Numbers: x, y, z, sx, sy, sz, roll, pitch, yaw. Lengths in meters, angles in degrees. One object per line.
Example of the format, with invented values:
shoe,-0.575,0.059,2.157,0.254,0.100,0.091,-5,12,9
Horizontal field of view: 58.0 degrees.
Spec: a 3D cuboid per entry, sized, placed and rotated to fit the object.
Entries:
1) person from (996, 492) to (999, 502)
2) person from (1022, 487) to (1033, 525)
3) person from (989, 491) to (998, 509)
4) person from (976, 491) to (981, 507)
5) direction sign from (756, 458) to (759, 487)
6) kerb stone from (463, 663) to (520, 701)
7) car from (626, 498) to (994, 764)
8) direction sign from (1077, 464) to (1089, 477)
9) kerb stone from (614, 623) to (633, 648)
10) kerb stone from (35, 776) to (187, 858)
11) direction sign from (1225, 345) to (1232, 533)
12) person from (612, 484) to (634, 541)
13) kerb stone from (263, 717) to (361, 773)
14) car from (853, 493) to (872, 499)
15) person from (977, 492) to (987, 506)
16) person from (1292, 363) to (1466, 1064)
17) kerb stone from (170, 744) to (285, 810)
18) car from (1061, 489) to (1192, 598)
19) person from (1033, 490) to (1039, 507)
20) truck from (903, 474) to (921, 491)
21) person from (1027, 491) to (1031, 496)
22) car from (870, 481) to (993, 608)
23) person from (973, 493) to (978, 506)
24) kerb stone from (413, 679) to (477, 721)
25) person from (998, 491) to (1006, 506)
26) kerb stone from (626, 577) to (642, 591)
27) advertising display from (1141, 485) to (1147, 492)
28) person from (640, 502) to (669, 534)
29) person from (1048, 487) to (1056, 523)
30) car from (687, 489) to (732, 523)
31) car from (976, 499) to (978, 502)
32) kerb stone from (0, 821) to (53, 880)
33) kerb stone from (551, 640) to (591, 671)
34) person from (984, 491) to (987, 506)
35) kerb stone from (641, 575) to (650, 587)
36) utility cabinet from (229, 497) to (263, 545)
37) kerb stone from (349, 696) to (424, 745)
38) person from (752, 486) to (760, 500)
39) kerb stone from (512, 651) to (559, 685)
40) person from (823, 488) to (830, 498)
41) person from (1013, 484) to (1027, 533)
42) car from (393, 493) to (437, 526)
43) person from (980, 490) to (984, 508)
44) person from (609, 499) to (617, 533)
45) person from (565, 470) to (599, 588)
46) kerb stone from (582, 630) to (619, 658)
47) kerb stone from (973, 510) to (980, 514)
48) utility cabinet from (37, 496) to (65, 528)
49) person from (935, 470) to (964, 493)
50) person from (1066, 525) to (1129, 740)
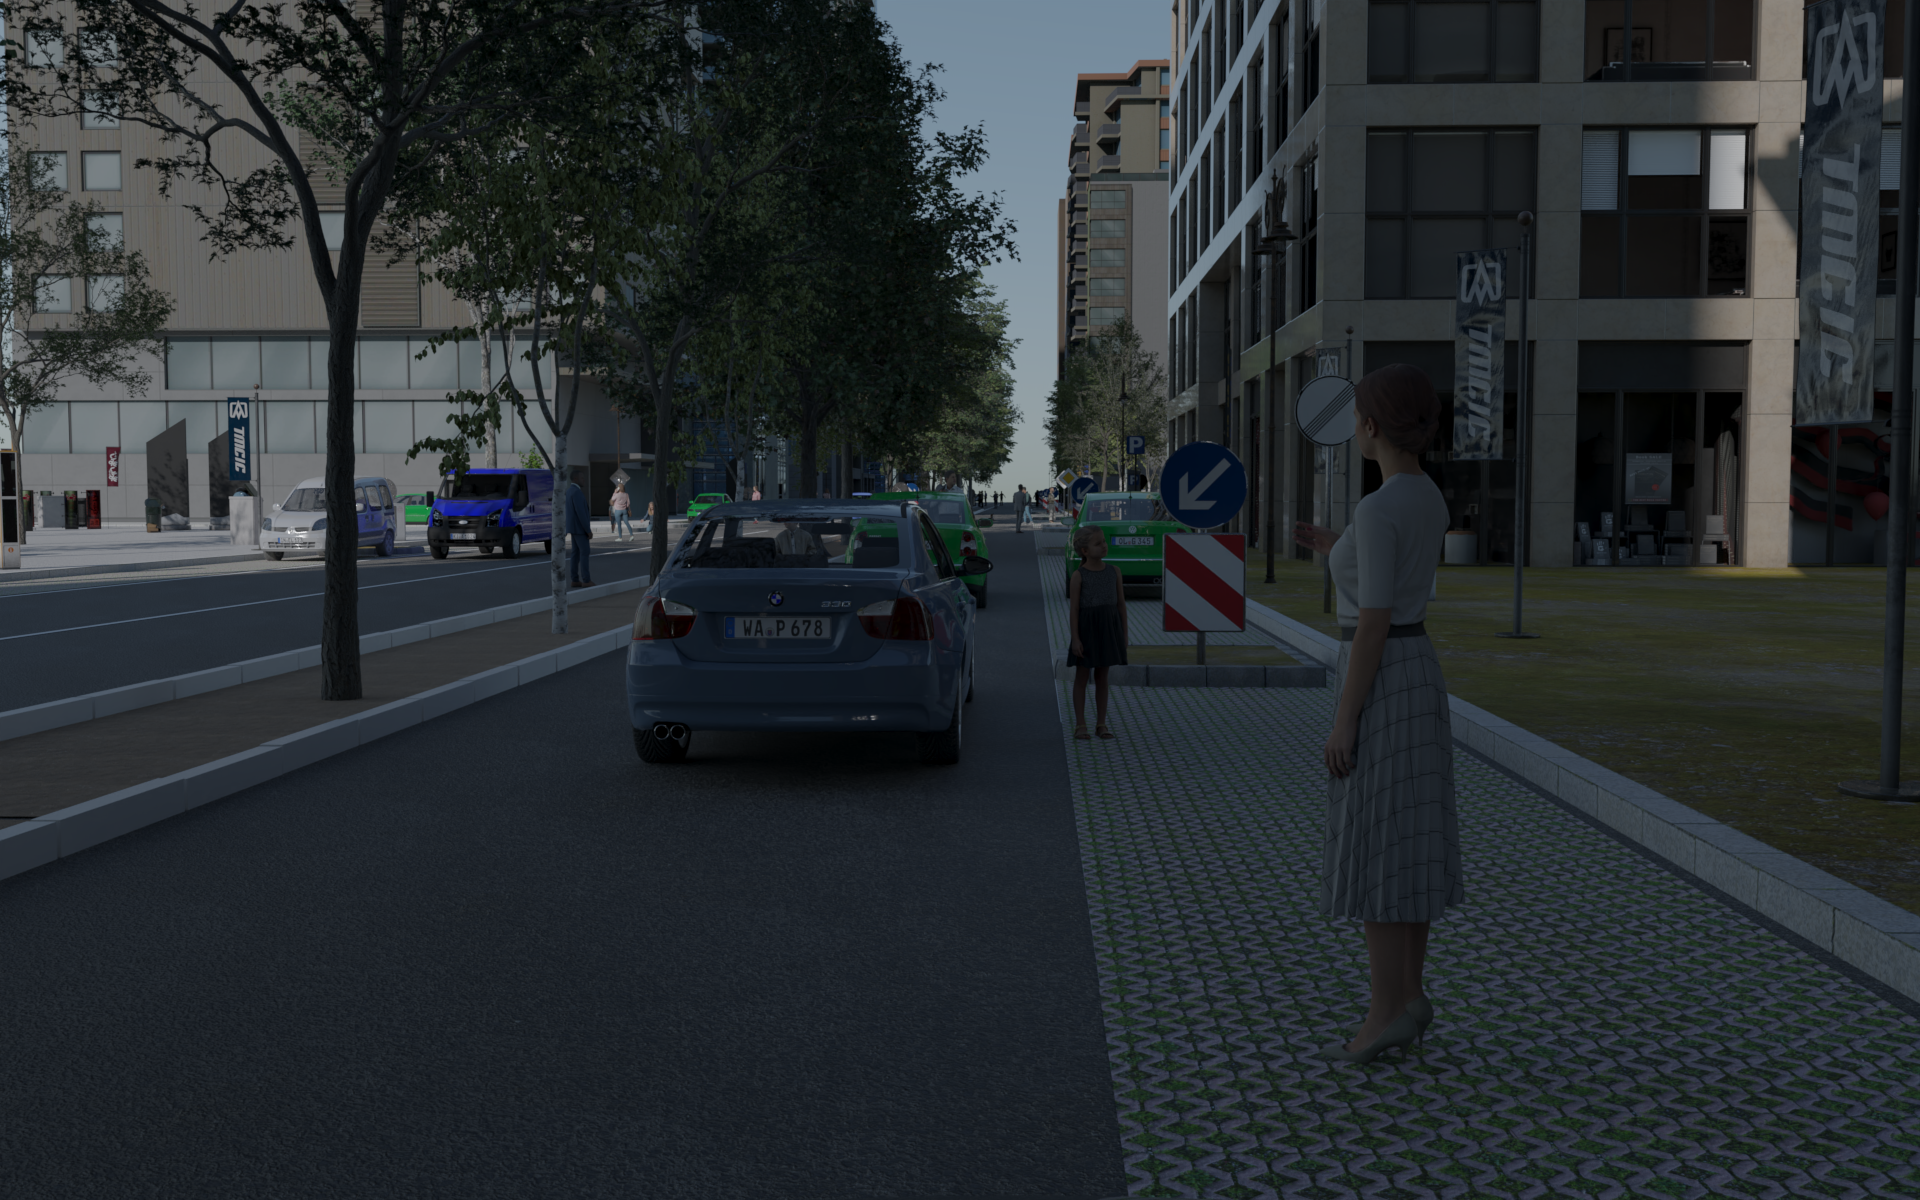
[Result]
person,6.365,-17.730,298.403,1.348,1.821,0.705,-1,4,-15
person,3.097,-4.445,81.517,0.721,1.781,0.623,-2,4,-29
person,3.358,-9.922,171.260,0.750,1.759,0.617,-2,4,-30
person,2.252,-11.586,198.073,0.705,1.807,1.348,3,5,40
direction sign,-12.827,-7.214,109.951,0.379,3.537,0.876,0,4,2
kerb stone,-3.383,0.597,12.438,0.120,0.150,1.000,0,4,2
car,-0.811,0.092,10.503,2.014,1.417,4.499,0,4,2
direction sign,9.161,-8.398,129.298,0.876,3.537,0.379,0,4,-2
kerb stone,-3.215,0.346,16.537,0.120,0.150,1.000,0,4,2
kerb stone,-3.581,0.910,7.320,0.120,0.150,1.000,0,4,2
direction sign,4.144,-2.129,26.803,0.379,3.537,0.876,1,4,13
person,-10.215,-2.665,52.668,0.593,1.750,0.643,-3,5,-42
kerb stone,-3.506,0.785,9.366,0.120,0.150,1.000,0,4,2
car,-5.069,-4.801,88.091,1.945,1.707,3.694,0,4,1
person,2.312,-10.916,187.695,1.217,1.735,0.721,1,4,20
person,1.024,0.283,4.443,0.524,1.755,0.480,2,4,34
kerb stone,-3.539,0.853,8.345,0.120,0.150,1.000,0,4,2
car,2.422,-0.988,24.947,1.959,1.807,4.718,0,4,4
person,7.877,-10.251,175.728,1.348,1.869,0.705,-3,4,-38
truck,-4.634,-12.461,193.490,2.967,4.110,18.799,0,4,0
person,8.136,-12.031,205.651,0.683,1.767,0.568,-1,4,-15
car,-0.529,-0.876,23.117,1.959,1.807,4.718,0,4,0
person,1.681,-12.019,205.085,0.705,1.814,1.350,-3,5,-42
kerb stone,-3.420,0.664,11.409,0.120,0.150,1.000,0,4,2
person,5.124,-12.595,214.449,1.348,1.821,0.705,2,4,34
kerb stone,-4.956,-0.220,25.841,0.120,0.150,1.000,0,4,2
advertising display,12.555,-6.996,119.590,0.123,1.923,0.974,-2,4,-33
person,-10.942,-2.950,62.236,1.012,1.151,0.738,0,4,-2
person,4.572,-4.694,85.797,0.362,1.759,0.519,2,4,27
car,-12.030,-4.600,84.002,1.959,1.807,4.718,0,4,2
car,2.597,-16.408,280.072,2.131,1.459,4.920,0,4,1
kerb stone,-3.623,0.975,6.299,0.120,0.150,1.000,0,4,2
kerb stone,-3.293,0.474,14.489,0.120,0.150,1.000,0,4,2
person,2.913,-12.063,205.600,0.599,1.838,0.709,-1,4,-23
kerb stone,-4.907,-0.285,26.863,0.120,0.150,1.000,0,4,2
utility cabinet,-18.069,-2.001,43.879,1.020,1.237,0.306,2,4,34
kerb stone,-3.464,0.727,10.388,0.120,0.150,1.000,0,4,2
person,-9.835,-4.564,83.134,0.555,1.821,0.388,2,4,29
kerb stone,-3.336,0.534,13.462,0.120,0.150,1.000,0,4,2
person,-7.465,-5.403,97.423,0.593,1.750,0.643,2,4,30
person,2.248,-3.353,63.515,0.606,1.804,0.583,2,4,32
car,-22.076,-3.716,69.550,4.718,1.807,1.959,0,4,3
person,2.284,-10.538,180.799,0.705,1.823,1.348,-1,4,-8
person,-12.628,-3.059,63.197,0.332,1.250,0.352,1,4,21
person,-5.840,-1.092,26.541,0.419,1.800,0.721,-3,5,-39
kerb stone,-3.260,0.409,15.511,0.120,0.150,1.000,0,4,2
kerb stone,1.266,-6.580,129.772,0.120,0.150,1.000,0,4,2
utility cabinet,-34.723,-3.367,66.212,0.306,1.237,1.020,2,4,24
person,-0.224,-1.244,28.935,0.679,1.850,0.850,0,4,4
person,0.810,0.187,10.117,0.362,1.253,0.373,-1,4,-14
